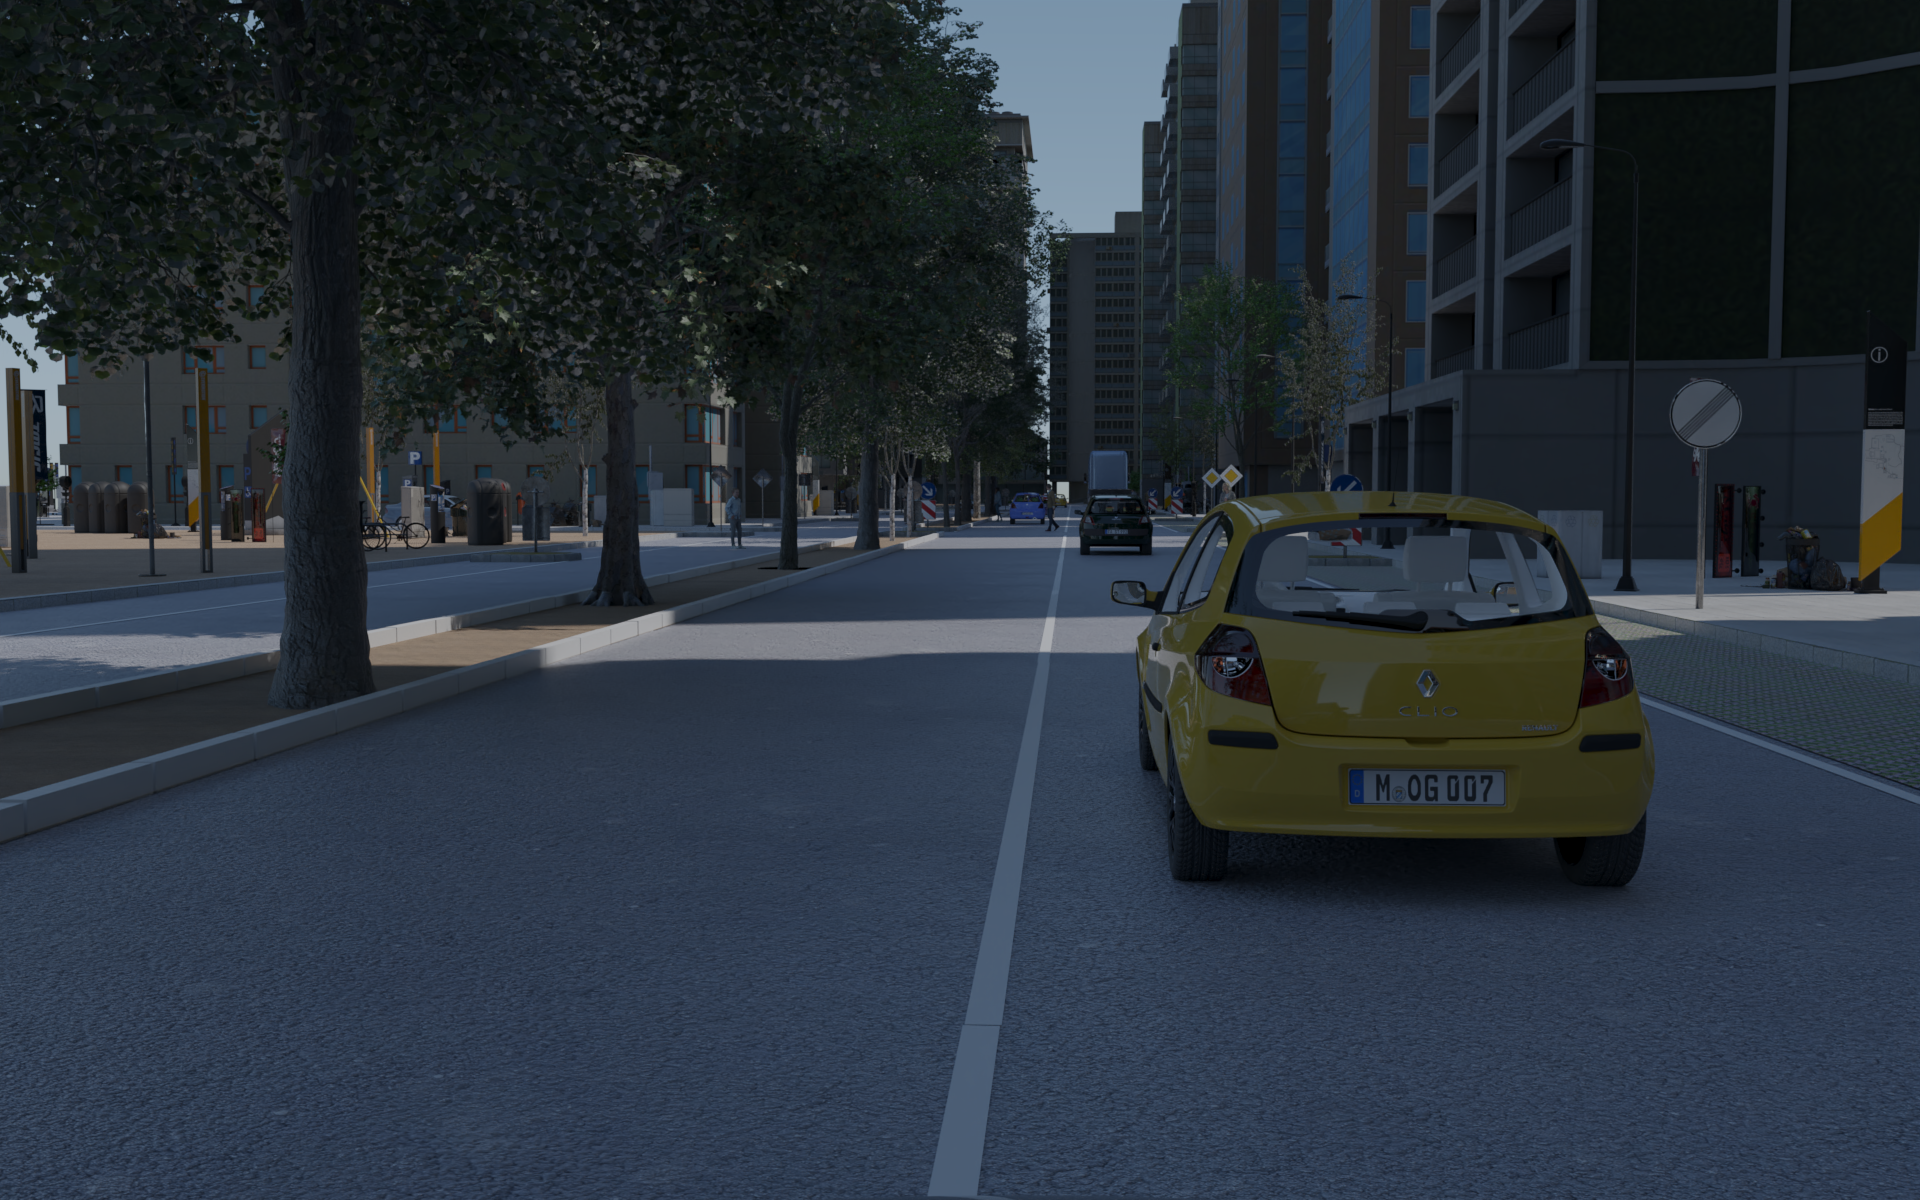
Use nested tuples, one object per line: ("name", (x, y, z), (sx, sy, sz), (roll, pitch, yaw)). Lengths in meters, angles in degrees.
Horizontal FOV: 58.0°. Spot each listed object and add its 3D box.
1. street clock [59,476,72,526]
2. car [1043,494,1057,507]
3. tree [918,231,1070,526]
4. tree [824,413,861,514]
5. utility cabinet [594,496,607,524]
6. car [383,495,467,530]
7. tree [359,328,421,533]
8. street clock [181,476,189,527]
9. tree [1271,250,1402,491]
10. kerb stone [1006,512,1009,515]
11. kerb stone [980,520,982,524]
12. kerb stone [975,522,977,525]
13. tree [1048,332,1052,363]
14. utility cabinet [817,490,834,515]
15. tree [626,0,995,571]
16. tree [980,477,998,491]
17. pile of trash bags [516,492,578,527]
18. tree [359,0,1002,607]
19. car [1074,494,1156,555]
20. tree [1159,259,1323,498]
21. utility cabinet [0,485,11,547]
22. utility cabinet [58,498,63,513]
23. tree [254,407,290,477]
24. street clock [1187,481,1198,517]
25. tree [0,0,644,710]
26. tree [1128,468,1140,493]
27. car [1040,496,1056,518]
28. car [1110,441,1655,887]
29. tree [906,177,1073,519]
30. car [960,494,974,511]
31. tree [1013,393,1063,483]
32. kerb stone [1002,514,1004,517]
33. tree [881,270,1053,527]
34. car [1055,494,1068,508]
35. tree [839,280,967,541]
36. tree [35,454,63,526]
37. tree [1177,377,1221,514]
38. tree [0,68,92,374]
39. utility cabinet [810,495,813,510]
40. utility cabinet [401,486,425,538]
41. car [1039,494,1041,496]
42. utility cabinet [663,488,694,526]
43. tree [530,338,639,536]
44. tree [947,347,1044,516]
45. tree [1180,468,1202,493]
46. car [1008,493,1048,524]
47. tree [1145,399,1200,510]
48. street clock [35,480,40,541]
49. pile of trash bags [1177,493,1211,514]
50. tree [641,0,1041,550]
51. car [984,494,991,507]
("street clock", (-35.388, -3.914, 68.569), (0.358, 2.002, 0.471), (1, 4, 11))
("car", (9.723, -11.027, 189.329), (2.155, 1.783, 4.494), (0, 4, 4))
("tree", (-0.088, -10.147, 78.738), (12.009, 13.543, 11.850), (0, 3, 0))
("tree", (-7.216, -9.900, 112.227), (4.737, 8.622, 4.395), (0, 3, 0))
("utility cabinet", (-14.556, -3.684, 71.396), (1.020, 1.237, 0.306), (0, 4, -7))
("car", (-18.994, -3.186, 64.091), (4.499, 1.417, 2.014), (0, 4, 3))
("tree", (-19.252, -6.540, 57.285), (4.360, 8.622, 3.978), (0, 3, 0))
("street clock", (-30.490, -3.903, 68.377), (0.358, 2.002, 0.471), (0, 4, 6))
("tree", (11.383, -6.293, 53.256), (4.360, 8.622, 3.978), (0, 3, 0))
("kerb stone", (2.987, -5.657, 114.691), (0.120, 0.150, 1.000), (0, 4, 4))
("kerb stone", (0.809, -3.585, 80.936), (0.120, 0.150, 1.000), (0, 4, 4))
("kerb stone", (0.542, -3.343, 76.846), (0.120, 0.150, 1.000), (0, 4, 4))
("tree", (0.284, -11.047, 89.735), (9.857, 13.997, 8.962), (0, 3, 0))
("utility cabinet", (-8.083, -5.778, 103.157), (1.173, 1.500, 0.318), (2, 4, 28))
("tree", (-3.139, -6.365, 32.277), (9.928, 11.665, 9.643), (0, 3, 0))
("tree", (2.599, -10.732, 128.284), (4.360, 8.622, 3.978), (0, 3, 0))
("pile of trash bags", (-16.745, -3.658, 69.566), (3.447, 1.369, 1.912), (3, 5, 41))
("tree", (-4.365, -6.279, 22.120), (9.611, 12.733, 9.660), (0, 3, 0))
("car", (3.772, -1.972, 42.036), (2.009, 1.686, 4.222), (0, 4, 4))
("tree", (12.518, -9.278, 77.449), (9.928, 11.665, 9.643), (0, 3, 0))
("utility cabinet", (-23.107, -2.016, 41.636), (1.173, 1.500, 0.318), (2, 4, 32))
("utility cabinet", (-62.371, -6.672, 120.243), (0.306, 1.237, 1.020), (-3, 5, -40))
("tree", (-12.435, -2.375, 33.432), (1.663, 3.219, 1.824), (0, 3, 0))
("street clock", (13.277, -5.722, 98.122), (0.358, 2.002, 0.471), (2, 4, 26))
("tree", (-4.337, -6.259, 11.454), (9.857, 13.997, 8.962), (0, 3, 0))
("tree", (22.342, -14.343, 218.216), (4.285, 4.588, 4.351), (0, 3, 0))
("car", (4.677, -5.463, 101.892), (1.945, 1.354, 3.894), (0, 4, 5))
("car", (1.702, 0.149, 7.792), (2.015, 1.641, 3.980), (0, 4, 3))
("tree", (-0.183, -14.836, 100.913), (12.611, 20.169, 13.585), (0, 3, 0))
("car", (0.674, -8.441, 147.793), (2.009, 1.686, 4.222), (0, 4, 2))
("tree", (2.354, -12.252, 119.777), (9.611, 12.733, 9.660), (0, 3, 0))
("kerb stone", (2.466, -5.153, 106.499), (0.120, 0.150, 1.000), (0, 4, 4))
("tree", (-0.470, -8.078, 68.945), (8.767, 10.594, 7.601), (0, 4, 4))
("car", (10.442, -10.574, 183.111), (2.015, 1.641, 3.980), (0, 4, 5))
("tree", (-1.666, -6.364, 56.865), (4.360, 8.622, 3.978), (0, 3, 0))
("tree", (-37.811, -4.667, 70.908), (1.663, 3.219, 1.824), (0, 3, 0))
("tree", (15.613, -9.679, 108.609), (4.360, 8.622, 3.978), (0, 3, 0))
("tree", (-12.948, -4.366, 21.743), (4.737, 8.622, 4.395), (0, 3, 0))
("utility cabinet", (-11.667, -7.906, 140.420), (1.020, 1.237, 0.306), (1, 4, 10))
("utility cabinet", (-15.819, -2.535, 50.132), (0.318, 1.500, 1.173), (0, 4, 0))
("car", (5.606, -7.473, 132.413), (2.015, 1.641, 3.980), (0, 4, 2))
("utility cabinet", (-11.091, -3.649, 68.347), (1.173, 1.500, 0.318), (1, 4, 12))
("tree", (-11.434, -6.247, 52.508), (4.360, 8.622, 3.978), (0, 3, 0))
("tree", (1.681, -11.657, 111.175), (7.486, 12.596, 7.792), (0, 3, 0))
("tree", (16.963, -8.101, 127.047), (1.663, 3.219, 1.824), (0, 3, 0))
("car", (3.252, -4.504, 83.224), (1.945, 1.707, 3.694), (0, 4, 3))
("tree", (16.570, -11.314, 135.346), (4.737, 8.622, 4.395), (0, 3, 0))
("street clock", (-25.033, -2.577, 46.696), (0.471, 2.002, 0.358), (0, 4, -6))
("pile of trash bags", (15.026, -6.282, 112.470), (1.912, 1.369, 3.447), (-1, 4, -22))
("tree", (-2.388, -8.263, 44.220), (9.857, 13.997, 8.962), (0, 3, 0))
("car", (3.610, -11.120, 191.593), (2.009, 1.686, 4.222), (0, 4, 3))
